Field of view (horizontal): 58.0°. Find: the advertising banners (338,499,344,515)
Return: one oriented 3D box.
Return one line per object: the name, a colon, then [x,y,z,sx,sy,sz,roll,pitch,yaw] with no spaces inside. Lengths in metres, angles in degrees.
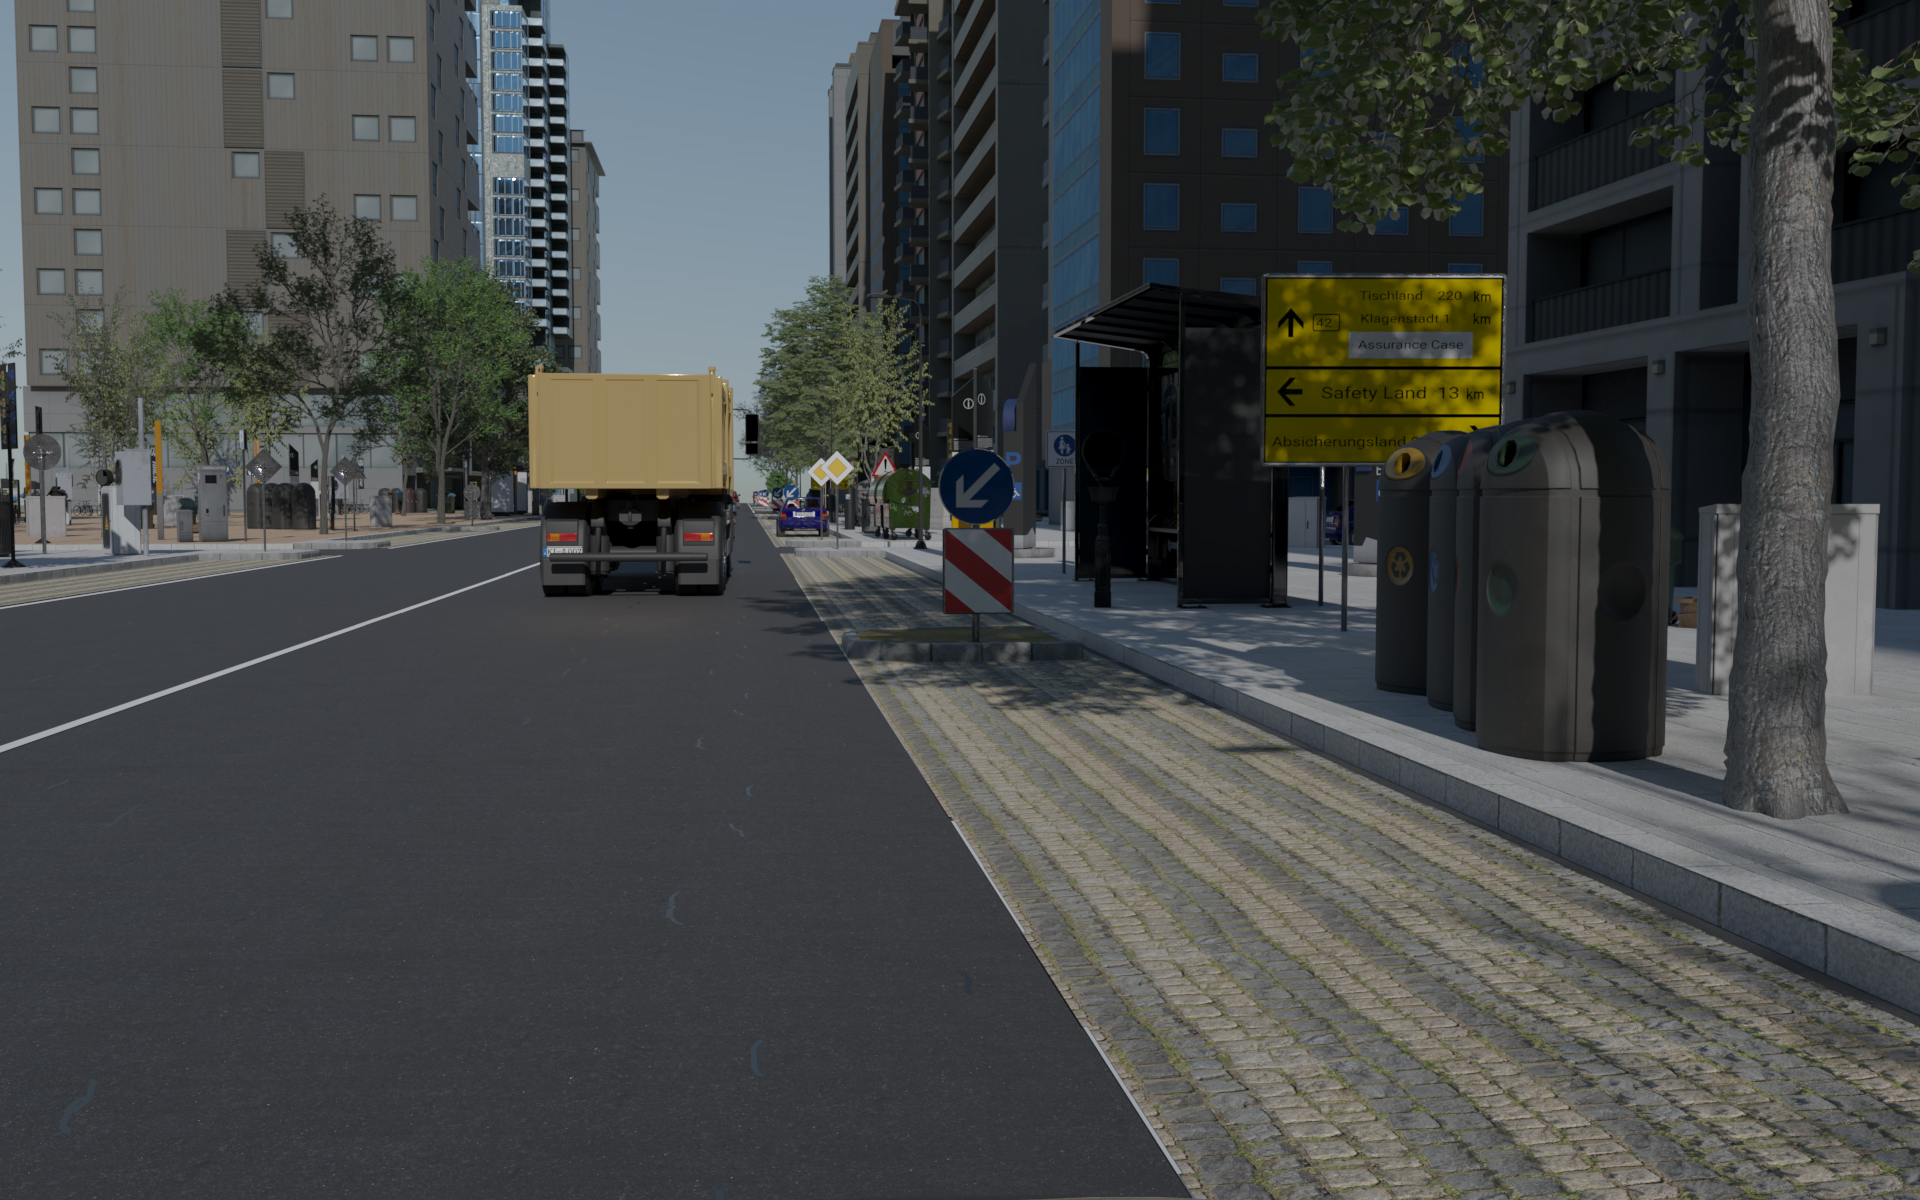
advertising banners: [-37.364,-6.625,104.505,0.090,3.025,2.074,0,4,-4]

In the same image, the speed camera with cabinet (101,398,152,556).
speed camera with cabinet: [-17.419,-2.557,36.145,0.660,3.252,2.038,-3,4,-37]

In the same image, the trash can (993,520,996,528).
trash can: [0.541,-1.768,40.554,0.748,1.137,0.748,0,3,0]

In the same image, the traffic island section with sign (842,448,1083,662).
traffic island section with sign: [-0.053,-0.430,15.654,1.989,1.847,2.006,0,4,-7]

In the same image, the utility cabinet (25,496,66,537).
utility cabinet: [-27.373,-2.490,51.868,1.020,1.237,0.306,-3,5,-40]

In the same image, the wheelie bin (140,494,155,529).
wheelie bin: [-29.978,-3.399,63.483,0.693,1.594,0.980,0,4,-2]

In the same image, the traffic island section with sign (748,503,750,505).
traffic island section with sign: [-20.057,-10.121,174.102,1.989,1.847,2.006,0,4,-7]

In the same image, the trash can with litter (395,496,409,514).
trash can with litter: [-35.425,-6.021,109.835,0.624,1.170,1.055,0,4,3]

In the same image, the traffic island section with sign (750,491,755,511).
traffic island section with sign: [-16.681,-8.485,147.358,1.989,1.847,2.006,0,4,-7]

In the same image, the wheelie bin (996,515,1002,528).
wheelie bin: [0.999,-2.929,55.796,0.980,1.594,0.693,0,4,-3]

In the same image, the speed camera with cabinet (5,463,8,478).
speed camera with cabinet: [-60.709,-7.042,109.480,0.660,3.252,2.038,1,4,22]

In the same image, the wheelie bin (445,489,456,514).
wheelie bin: [-33.579,-6.474,113.762,0.980,1.594,0.693,1,4,11]

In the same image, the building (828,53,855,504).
building: [-7.544,-42.669,239.630,21.231,58.520,28.212,0,4,-7]

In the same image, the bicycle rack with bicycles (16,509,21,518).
bicycle rack with bicycles: [-51.202,-4.835,92.441,2.852,0.926,2.925,-1,4,-16]

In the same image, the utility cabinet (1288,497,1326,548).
utility cabinet: [8.272,-1.849,41.392,0.306,1.237,1.020,-2,4,-32]

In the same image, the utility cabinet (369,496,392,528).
utility cabinet: [-22.380,-3.411,66.926,0.306,1.237,1.020,1,4,19]

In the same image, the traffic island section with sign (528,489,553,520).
traffic island section with sign: [-22.664,-5.294,95.189,1.989,1.847,2.006,0,4,-7]

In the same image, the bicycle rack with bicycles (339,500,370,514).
bicycle rack with bicycles: [-39.533,-6.054,112.358,2.852,0.926,2.925,3,5,43]

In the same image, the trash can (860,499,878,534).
trash can: [-2.873,-2.702,55.825,0.748,1.137,0.748,0,3,0]

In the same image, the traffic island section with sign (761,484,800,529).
traffic island section with sign: [-7.008,-3.797,70.709,1.989,1.847,2.006,0,4,-7]

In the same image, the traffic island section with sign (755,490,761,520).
traffic island section with sign: [-10.377,-5.433,97.454,1.989,1.847,2.006,0,4,-7]

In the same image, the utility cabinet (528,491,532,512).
utility cabinet: [-29.791,-6.752,119.067,1.173,1.500,0.318,2,4,30]

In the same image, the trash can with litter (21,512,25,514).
trash can with litter: [-61.439,-6.208,112.554,1.678,1.210,2.233,-3,5,-41]

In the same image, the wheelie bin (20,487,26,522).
wheelie bin: [-42.164,-4.328,78.665,0.980,1.594,0.693,-1,4,-20]

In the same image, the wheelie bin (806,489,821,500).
wheelie bin: [-8.502,-5.657,100.407,0.980,1.594,0.693,-2,4,-34]

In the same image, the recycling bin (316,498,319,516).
recycling bin: [-37.651,-5.374,100.412,0.722,1.027,0.722,1,4,9]

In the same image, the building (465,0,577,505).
building: [-60.629,-55.656,222.647,22.319,86.520,31.000,0,4,-7]

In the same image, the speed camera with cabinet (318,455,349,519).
speed camera with cabinet: [-32.112,-5.773,88.732,2.038,3.252,0.660,3,5,41]

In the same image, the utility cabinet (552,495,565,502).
utility cabinet: [-27.978,-6.723,121.087,1.020,1.237,0.306,-2,4,-30]

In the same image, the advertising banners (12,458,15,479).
advertising banners: [-46.374,-5.381,84.167,0.090,3.025,2.074,0,4,-4]

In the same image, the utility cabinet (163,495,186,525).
utility cabinet: [-32.345,-3.662,71.039,1.020,1.237,0.306,2,4,25]

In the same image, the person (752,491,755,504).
person: [-28.961,-14.352,243.085,0.705,1.831,1.348,0,4,7]

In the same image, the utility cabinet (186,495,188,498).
utility cabinet: [-44.051,-5.303,97.865,1.020,1.237,0.306,2,4,26]

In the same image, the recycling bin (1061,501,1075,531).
recycling bin: [3.900,-2.899,59.956,0.722,1.027,0.722,0,4,-7]

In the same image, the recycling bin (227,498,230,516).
recycling bin: [-43.499,-5.467,101.945,0.722,1.027,0.722,0,4,6]

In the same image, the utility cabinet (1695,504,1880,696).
utility cabinet: [5.307,0.001,11.143,1.020,1.237,0.306,0,4,2]

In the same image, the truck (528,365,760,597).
truck: [-4.984,-1.956,27.899,3.469,3.379,9.791,0,4,-6]

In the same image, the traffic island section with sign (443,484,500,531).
traffic island section with sign: [-19.287,-3.659,68.445,1.989,1.847,2.006,0,4,-7]

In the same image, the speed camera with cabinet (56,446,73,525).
speed camera with cabinet: [-37.574,-4.780,72.495,0.660,3.252,2.038,-2,4,-32]

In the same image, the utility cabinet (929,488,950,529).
utility cabinet: [-0.830,-3.305,62.715,0.318,1.500,1.173,-2,4,-35]

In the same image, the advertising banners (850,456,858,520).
advertising banners: [-4.651,-5.129,80.053,0.090,3.025,2.074,-2,4,-26]

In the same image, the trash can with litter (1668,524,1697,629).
trash can with litter: [6.965,-0.335,16.868,0.624,1.170,1.055,-3,5,-41]

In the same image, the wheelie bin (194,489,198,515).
wheelie bin: [-45.862,-5.920,104.699,0.693,1.594,0.980,2,4,28]

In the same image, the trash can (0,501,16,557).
trash can: [-19.578,-1.438,35.166,0.748,1.137,0.748,0,3,0]

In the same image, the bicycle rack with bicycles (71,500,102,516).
bicycle rack with bicycles: [-51.079,-5.335,100.608,2.852,0.926,2.925,-3,5,-44]

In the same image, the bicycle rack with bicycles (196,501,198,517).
bicycle rack with bicycles: [-42.237,-4.992,94.999,2.852,0.926,2.925,-3,5,-41]

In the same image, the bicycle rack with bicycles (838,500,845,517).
bicycle rack with bicycles: [-8.564,-5.842,108.897,2.852,0.926,2.925,-1,4,-18]

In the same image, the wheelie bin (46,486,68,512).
wheelie bin: [-36.380,-3.786,69.804,0.693,1.594,0.980,0,4,-2]

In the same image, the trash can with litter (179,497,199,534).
trash can with litter: [-25.046,-2.760,56.518,1.055,1.170,0.624,3,5,45]
